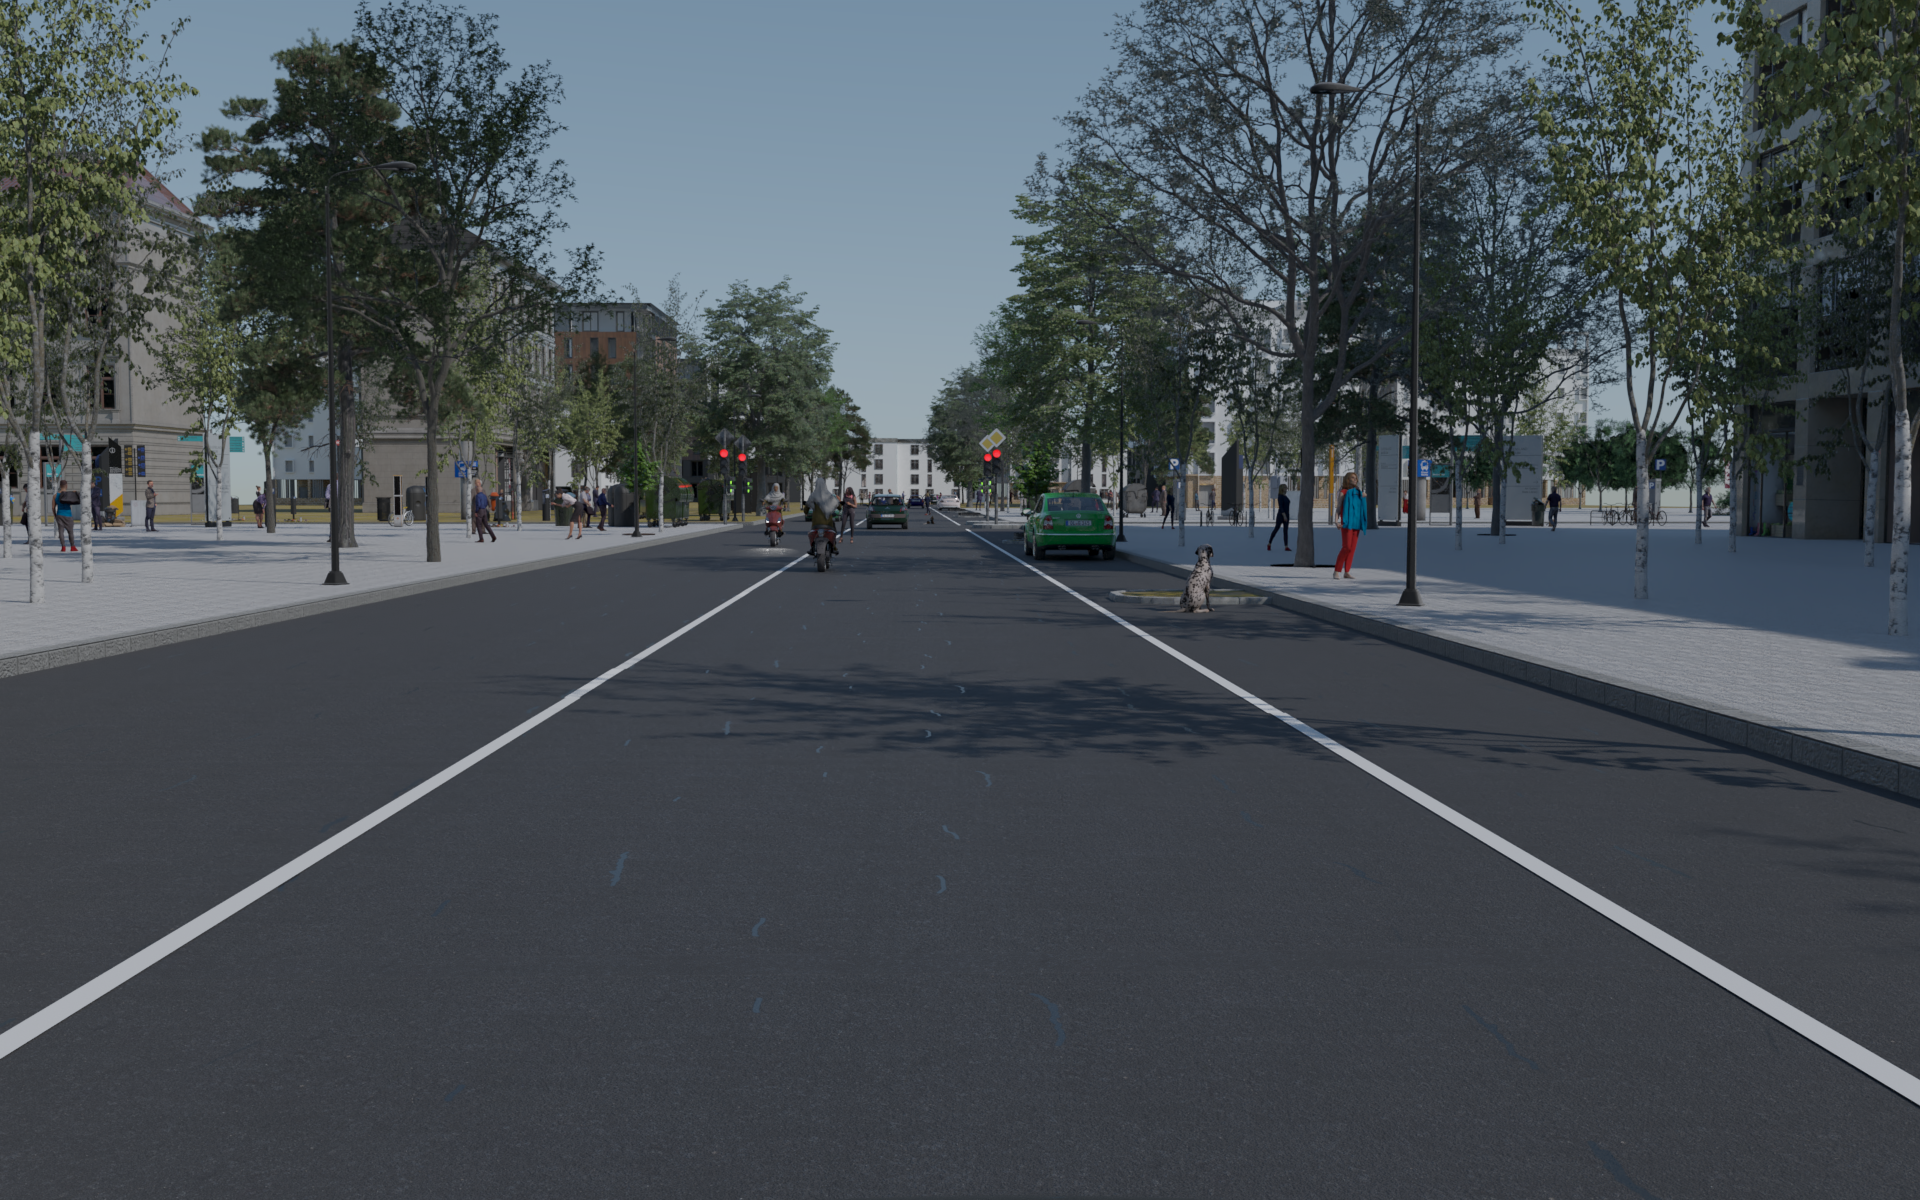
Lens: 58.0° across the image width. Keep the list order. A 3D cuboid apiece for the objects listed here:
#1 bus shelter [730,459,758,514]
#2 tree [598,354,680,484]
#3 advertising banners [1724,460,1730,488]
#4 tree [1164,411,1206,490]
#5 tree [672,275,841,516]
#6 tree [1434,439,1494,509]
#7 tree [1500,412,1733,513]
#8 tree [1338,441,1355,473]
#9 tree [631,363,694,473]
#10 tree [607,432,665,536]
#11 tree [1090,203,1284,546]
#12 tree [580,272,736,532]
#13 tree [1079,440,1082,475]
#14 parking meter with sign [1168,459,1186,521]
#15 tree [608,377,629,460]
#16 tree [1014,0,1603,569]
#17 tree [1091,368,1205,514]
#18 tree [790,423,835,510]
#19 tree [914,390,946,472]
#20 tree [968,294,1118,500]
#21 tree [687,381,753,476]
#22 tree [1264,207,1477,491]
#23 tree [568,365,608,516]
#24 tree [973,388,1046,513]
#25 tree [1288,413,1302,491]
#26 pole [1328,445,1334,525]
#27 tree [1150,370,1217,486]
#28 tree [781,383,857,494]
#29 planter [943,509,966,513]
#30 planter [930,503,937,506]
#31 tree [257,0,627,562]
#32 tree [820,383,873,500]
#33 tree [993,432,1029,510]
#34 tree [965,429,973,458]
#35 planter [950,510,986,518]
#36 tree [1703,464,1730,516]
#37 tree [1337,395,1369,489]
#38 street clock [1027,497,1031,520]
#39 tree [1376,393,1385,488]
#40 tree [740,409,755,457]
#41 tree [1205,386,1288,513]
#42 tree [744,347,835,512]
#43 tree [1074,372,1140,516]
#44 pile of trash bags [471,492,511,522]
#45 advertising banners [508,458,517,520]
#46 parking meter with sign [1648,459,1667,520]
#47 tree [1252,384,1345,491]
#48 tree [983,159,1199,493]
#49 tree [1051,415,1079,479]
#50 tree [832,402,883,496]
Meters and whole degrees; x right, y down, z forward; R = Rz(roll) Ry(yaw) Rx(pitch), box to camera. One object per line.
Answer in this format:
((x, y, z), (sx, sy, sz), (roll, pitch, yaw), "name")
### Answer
((-14.214, -7.635, 116.120), (1.731, 3.624, 6.357), (0, 4, -2), "bus shelter")
((-25.031, -12.981, 134.295), (6.751, 12.117, 7.091), (0, 3, 0), "tree")
((37.641, -5.348, 83.627), (2.074, 3.025, 0.090), (-1, 4, -19), "advertising banners")
((17.332, -11.292, 134.987), (4.737, 8.622, 4.395), (0, 3, 0), "tree")
((-11.643, -11.836, 100.174), (9.857, 13.997, 8.962), (0, 3, 0), "tree")
((49.891, -11.172, 145.564), (20.602, 7.101, 11.467), (1, 4, 23), "tree")
((46.968, -9.590, 119.699), (11.467, 7.101, 20.602), (0, 4, -5), "tree")
((29.608, -10.804, 127.005), (4.737, 8.622, 4.395), (0, 3, 0), "tree")
((-26.227, -14.032, 147.548), (7.486, 12.596, 7.792), (0, 3, 0), "tree")
((-9.970, -3.626, 53.883), (1.663, 3.219, 1.824), (0, 3, 0), "tree")
((5.416, -5.635, 42.492), (4.360, 8.622, 3.978), (0, 3, 0), "tree")
((-10.049, -6.598, 58.237), (4.360, 8.622, 3.978), (0, 3, 0), "tree")
((10.481, -12.187, 149.617), (4.360, 8.622, 3.978), (0, 3, 0), "tree")
((10.633, -5.386, 84.328), (0.543, 3.016, 1.738), (-1, 4, -8), "parking meter with sign")
((-21.113, -9.133, 99.681), (4.737, 8.622, 4.395), (0, 3, 0), "tree")
((6.193, -7.320, 30.044), (12.009, 13.543, 11.850), (0, 3, 0), "tree")
((13.441, -11.767, 126.796), (8.767, 10.594, 7.601), (0, 4, 3), "tree")
((-13.972, -12.876, 160.880), (4.360, 8.622, 3.978), (0, 3, 0), "tree")
((3.179, -13.245, 126.932), (12.009, 13.543, 11.850), (0, 3, 0), "tree")
((4.246, -9.995, 89.176), (9.928, 11.665, 9.643), (0, 3, 0), "tree")
((-15.255, -9.778, 110.233), (4.737, 8.622, 4.395), (0, 3, 0), "tree")
((24.909, -15.022, 101.497), (12.611, 20.169, 13.585), (0, 3, 0), "tree")
((-22.077, -8.653, 91.846), (4.737, 8.622, 4.395), (0, 3, 0), "tree")
((3.479, -10.161, 116.492), (4.360, 8.622, 3.978), (0, 3, 0), "tree")
((28.437, -12.042, 147.247), (4.737, 8.622, 4.395), (0, 3, 0), "tree")
((15.404, -4.772, 71.872), (0.158, 3.312, 0.155), (0, 3, 0), "pole")
((19.498, -13.993, 150.847), (6.751, 12.117, 7.091), (0, 3, 0), "tree")
((-13.008, -13.709, 149.895), (9.928, 11.665, 9.643), (0, 3, 0), "tree")
((-0.295, -6.896, 133.881), (1.991, 0.319, 1.994), (0, 4, -2), "planter")
((-2.637, -11.595, 210.721), (1.991, 0.319, 1.994), (0, 4, -2), "planter")
((-10.079, -5.975, 32.097), (8.767, 10.594, 7.601), (1, 4, 18), "tree")
((-13.565, -17.758, 197.762), (7.806, 13.903, 7.818), (0, 3, 0), "tree")
((4.581, -11.364, 136.158), (4.737, 8.622, 4.395), (0, 3, 0), "tree")
((2.515, -12.594, 156.267), (4.360, 8.622, 3.978), (0, 3, 0), "tree")
((0.544, -5.208, 106.283), (1.991, 0.319, 1.994), (0, 4, -2), "planter")
((53.687, -12.104, 99.724), (18.604, 14.587, 13.155), (0, 4, 1), "tree")
((24.695, -10.087, 115.286), (4.360, 8.622, 3.978), (0, 3, 0), "tree")
((3.382, -4.897, 84.631), (0.471, 2.002, 0.358), (2, 4, 28), "street clock")
((29.509, -10.500, 122.041), (4.360, 8.622, 3.978), (0, 3, 0), "tree")
((-18.506, -11.644, 140.742), (4.360, 8.622, 3.978), (0, 3, 0), "tree")
((19.078, -10.106, 115.594), (4.737, 8.622, 4.395), (0, 3, 0), "tree")
((-12.697, -12.548, 127.223), (6.751, 12.117, 7.091), (0, 3, 0), "tree")
((8.806, -9.220, 101.111), (4.737, 8.622, 4.395), (0, 3, 0), "tree")
((-22.157, -4.414, 81.920), (1.912, 1.369, 3.447), (-1, 4, -11), "pile of trash bags")
((-22.165, -5.477, 85.744), (0.090, 3.025, 2.074), (0, 4, -5), "advertising banners")
((34.426, -5.487, 85.965), (0.543, 3.016, 1.738), (3, 5, 44), "parking meter with sign")
((26.135, -12.240, 134.538), (8.767, 10.594, 7.601), (-3, 4, -37), "tree")
((4.594, -8.574, 58.304), (7.486, 12.596, 7.792), (0, 3, 0), "tree")
((7.092, -11.735, 142.225), (4.360, 8.622, 3.978), (0, 3, 0), "tree")
((-14.809, -19.004, 221.080), (12.009, 13.543, 11.850), (0, 3, 0), "tree")
